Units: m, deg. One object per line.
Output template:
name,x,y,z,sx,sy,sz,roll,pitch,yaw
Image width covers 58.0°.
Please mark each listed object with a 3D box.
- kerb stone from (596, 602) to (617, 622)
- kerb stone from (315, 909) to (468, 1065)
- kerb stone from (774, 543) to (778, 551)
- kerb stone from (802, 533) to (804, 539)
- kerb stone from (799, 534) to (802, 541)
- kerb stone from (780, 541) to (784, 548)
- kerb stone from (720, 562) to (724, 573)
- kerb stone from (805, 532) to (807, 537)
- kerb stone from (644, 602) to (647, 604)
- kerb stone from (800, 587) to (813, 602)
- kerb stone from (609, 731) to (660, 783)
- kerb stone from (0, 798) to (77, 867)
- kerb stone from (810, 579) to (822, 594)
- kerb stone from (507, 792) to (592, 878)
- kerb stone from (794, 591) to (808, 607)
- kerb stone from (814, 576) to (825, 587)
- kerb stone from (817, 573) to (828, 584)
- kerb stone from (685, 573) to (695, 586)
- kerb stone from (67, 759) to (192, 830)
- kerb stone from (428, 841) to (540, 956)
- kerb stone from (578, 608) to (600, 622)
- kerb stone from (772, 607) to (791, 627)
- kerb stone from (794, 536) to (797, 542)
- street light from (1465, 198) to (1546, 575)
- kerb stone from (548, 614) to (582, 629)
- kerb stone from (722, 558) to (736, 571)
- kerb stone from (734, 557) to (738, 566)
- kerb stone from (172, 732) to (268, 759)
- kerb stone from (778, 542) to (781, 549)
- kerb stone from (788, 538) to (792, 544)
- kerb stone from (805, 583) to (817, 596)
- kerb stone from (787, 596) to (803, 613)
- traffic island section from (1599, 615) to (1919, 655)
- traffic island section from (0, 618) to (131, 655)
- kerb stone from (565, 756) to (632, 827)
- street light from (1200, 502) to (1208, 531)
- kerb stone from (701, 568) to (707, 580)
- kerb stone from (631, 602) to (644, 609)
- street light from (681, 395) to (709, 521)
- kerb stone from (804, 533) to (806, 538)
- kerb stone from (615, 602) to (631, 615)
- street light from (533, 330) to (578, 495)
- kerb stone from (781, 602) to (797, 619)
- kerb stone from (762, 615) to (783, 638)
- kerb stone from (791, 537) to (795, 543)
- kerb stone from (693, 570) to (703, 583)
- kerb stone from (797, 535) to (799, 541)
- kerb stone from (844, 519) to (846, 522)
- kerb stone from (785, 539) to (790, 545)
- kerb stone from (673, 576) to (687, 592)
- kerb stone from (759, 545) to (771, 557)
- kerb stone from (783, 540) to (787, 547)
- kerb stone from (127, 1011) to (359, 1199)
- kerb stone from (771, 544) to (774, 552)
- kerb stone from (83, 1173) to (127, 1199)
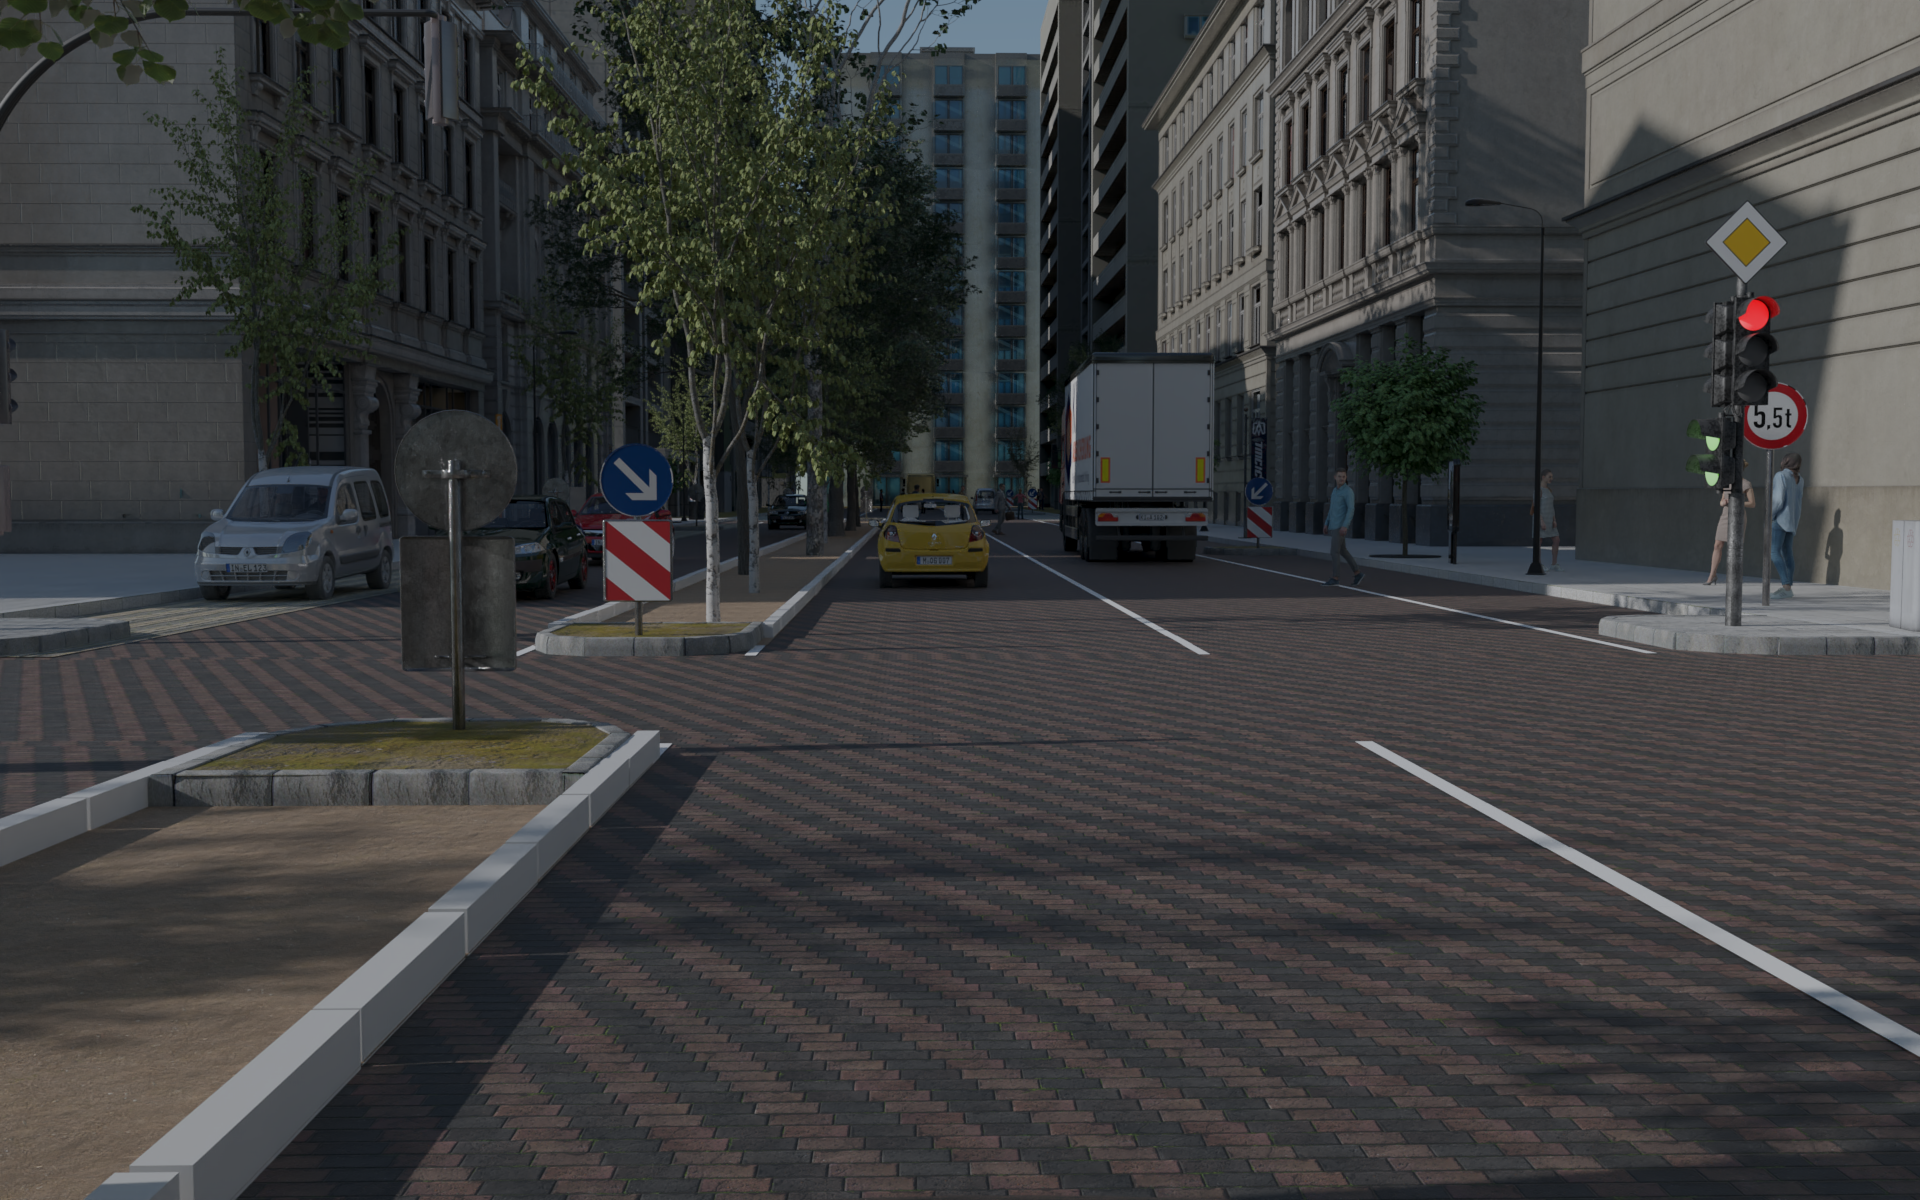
kerb stone,-4.073,0.162,19.653,0.120,0.150,1.000,0,4,-2
kerb stone,-1.571,1.065,4.833,0.120,0.150,1.000,0,4,-2
kerb stone,-4.718,-1.286,43.265,0.120,0.150,1.000,0,4,-2
kerb stone,-4.988,-1.913,53.495,0.120,0.150,1.000,0,4,-2
kerb stone,-4.963,-1.846,52.473,0.120,0.150,1.000,0,4,-2
kerb stone,-4.770,-1.412,45.316,0.120,0.150,1.000,0,4,-2
kerb stone,-4.381,-0.532,30.942,0.120,0.150,1.000,0,4,-2
kerb stone,-5.045,-2.039,55.538,0.120,0.150,1.000,0,4,-2
kerb stone,-4.161,-0.034,22.744,0.120,0.150,1.000,0,4,-2
kerb stone,-2.060,-0.035,22.766,0.120,0.150,1.000,0,4,-2
kerb stone,-1.682,0.817,8.936,0.120,0.150,1.000,0,4,-2
kerb stone,-3.729,0.941,6.805,0.120,0.150,1.000,0,4,-2
kerb stone,-2.109,-0.160,24.828,0.120,0.150,1.000,0,4,-2
kerb stone,-1.629,0.936,6.887,0.120,0.150,1.000,0,4,-2
kerb stone,-2.032,0.028,21.744,0.120,0.150,1.000,0,4,-2
kerb stone,-2.141,-0.220,25.855,0.120,0.150,1.000,0,4,-2
kerb stone,-2.177,-0.285,26.879,0.120,0.150,1.000,0,4,-2
kerb stone,-4.265,-0.280,26.846,0.120,0.150,1.000,0,4,-2
kerb stone,-3.753,0.879,7.826,0.120,0.150,1.000,0,4,-2
kerb stone,-1.598,0.999,5.859,0.120,0.150,1.000,0,4,-2
kerb stone,-4.048,0.220,18.631,0.120,0.150,1.000,0,4,-2
kerb stone,-1.950,0.216,18.678,0.120,0.150,1.000,0,4,-2
kerb stone,-4.906,-1.727,50.429,0.120,0.150,1.000,0,4,-2
street light,8.621,-3.353,27.366,1.470,5.913,1.316,0,4,-2
kerb stone,-4.022,0.281,17.606,0.120,0.150,1.000,0,4,-2
kerb stone,-4.435,-0.660,32.986,0.120,0.150,1.000,0,4,-2
kerb stone,-4.466,-0.723,34.016,0.120,0.150,1.000,0,4,-2
kerb stone,-3.781,0.819,8.848,0.120,0.150,1.000,0,4,-2
kerb stone,-4.738,-1.351,44.290,0.120,0.150,1.000,0,4,-2
kerb stone,-4.848,-1.602,48.385,0.120,0.150,1.000,0,4,-2
kerb stone,-2.090,-0.098,23.793,0.120,0.150,1.000,0,4,-2
kerb stone,-2.004,0.090,20.722,0.120,0.150,1.000,0,4,-2
traffic island section,7.551,0.331,16.867,2.009,0.180,2.903,0,4,-2
traffic island section,-9.284,0.359,16.419,2.009,0.180,2.903,0,4,-2
kerb stone,-1.655,0.874,7.914,0.120,0.150,1.000,0,4,-2
street light,7.859,-5.311,59.384,1.470,5.913,1.316,0,4,-2
kerb stone,-4.330,-0.410,28.894,0.120,0.150,1.000,0,4,-2
kerb stone,-4.130,0.035,21.717,0.120,0.150,1.000,0,4,-2
street light,-12.470,-6.665,81.517,1.470,5.913,1.316,0,4,-2
kerb stone,-5.014,-1.975,54.517,0.120,0.150,1.000,0,4,-2
kerb stone,-4.100,0.092,20.687,0.120,0.150,1.000,0,4,-2
street light,-11.546,-4.693,49.276,1.470,5.913,1.316,0,4,-2
kerb stone,-1.979,0.156,19.700,0.120,0.150,1.000,0,4,-2
kerb stone,-1.926,0.284,17.657,0.120,0.150,1.000,0,4,-2
kerb stone,-4.883,-1.664,49.407,0.120,0.150,1.000,0,4,-2
kerb stone,-4.299,-0.346,27.870,0.120,0.150,1.000,0,4,-2
kerb stone,-4.937,-1.789,51.451,0.120,0.150,1.000,0,4,-2
kerb stone,-5.996,-4.164,90.361,0.120,0.150,1.000,0,4,-2
kerb stone,-4.828,-1.535,47.363,0.120,0.150,1.000,0,4,-2
kerb stone,-4.237,-0.214,25.824,0.120,0.150,1.000,0,4,-2
kerb stone,-4.662,-1.163,41.213,0.120,0.150,1.000,0,4,-2
kerb stone,-4.792,-1.468,46.338,0.120,0.150,1.000,0,4,-2
kerb stone,-1.540,1.124,3.812,0.120,0.150,1.000,0,4,-2
kerb stone,-4.689,-1.226,42.243,0.120,0.150,1.000,0,4,-2
kerb stone,-1.524,1.188,2.780,0.120,0.150,1.000,0,4,-2
